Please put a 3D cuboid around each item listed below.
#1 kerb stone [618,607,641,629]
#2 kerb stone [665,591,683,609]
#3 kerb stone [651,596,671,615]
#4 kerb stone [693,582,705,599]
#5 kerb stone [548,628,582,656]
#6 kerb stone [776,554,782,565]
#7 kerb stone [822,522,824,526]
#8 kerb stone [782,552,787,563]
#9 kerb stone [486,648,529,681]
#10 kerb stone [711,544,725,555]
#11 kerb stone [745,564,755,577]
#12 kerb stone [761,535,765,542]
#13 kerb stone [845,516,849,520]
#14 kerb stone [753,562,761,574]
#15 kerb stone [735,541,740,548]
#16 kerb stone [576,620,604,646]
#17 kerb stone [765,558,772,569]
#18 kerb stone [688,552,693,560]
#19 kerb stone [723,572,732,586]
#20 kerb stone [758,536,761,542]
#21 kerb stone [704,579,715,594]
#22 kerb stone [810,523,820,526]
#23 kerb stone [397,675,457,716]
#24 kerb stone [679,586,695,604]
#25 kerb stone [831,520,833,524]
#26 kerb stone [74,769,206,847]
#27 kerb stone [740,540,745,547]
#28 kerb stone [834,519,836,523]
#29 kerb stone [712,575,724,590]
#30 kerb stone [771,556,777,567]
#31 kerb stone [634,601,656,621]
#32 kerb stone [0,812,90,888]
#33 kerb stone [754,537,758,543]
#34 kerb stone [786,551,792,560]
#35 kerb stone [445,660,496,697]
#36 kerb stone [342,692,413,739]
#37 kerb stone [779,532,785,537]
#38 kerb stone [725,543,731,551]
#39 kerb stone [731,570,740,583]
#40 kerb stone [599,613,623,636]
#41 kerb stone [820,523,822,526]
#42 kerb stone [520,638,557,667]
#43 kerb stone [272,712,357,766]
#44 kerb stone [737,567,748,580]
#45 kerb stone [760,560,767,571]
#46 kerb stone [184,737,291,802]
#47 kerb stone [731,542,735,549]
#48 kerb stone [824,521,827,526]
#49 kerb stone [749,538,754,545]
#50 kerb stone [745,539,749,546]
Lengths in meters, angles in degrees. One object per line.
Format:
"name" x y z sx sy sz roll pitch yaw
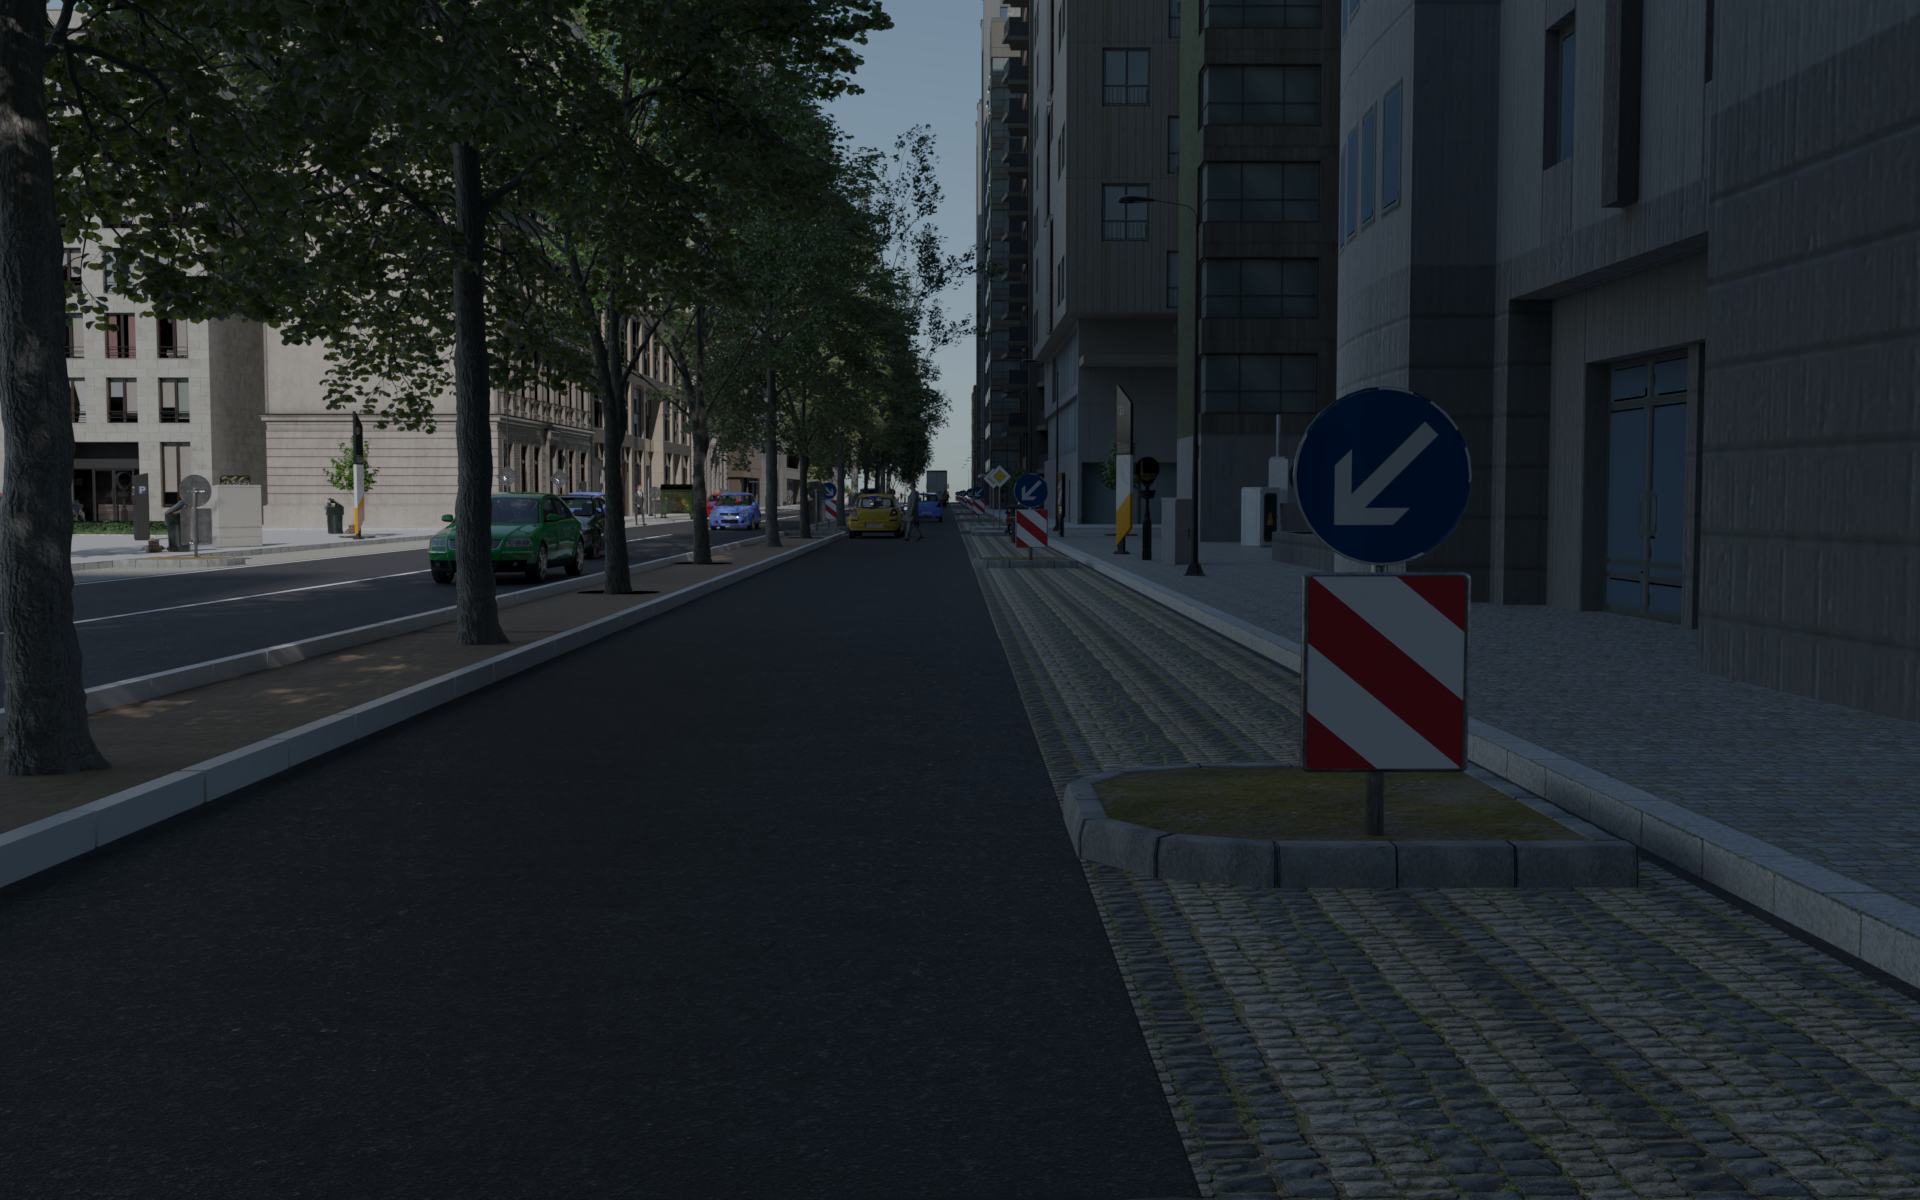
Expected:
"kerb stone" -3.646 0.207 18.812 0.120 0.150 1.000 0 4 0
"kerb stone" -3.670 0.018 21.896 0.120 0.150 1.000 0 4 0
"kerb stone" -3.658 0.081 20.874 0.120 0.150 1.000 0 4 0
"kerb stone" -3.685 -0.107 23.942 0.120 0.150 1.000 0 4 0
"kerb stone" -3.626 0.395 15.743 0.120 0.150 1.000 0 4 0
"kerb stone" -3.770 -0.796 35.203 0.120 0.150 1.000 0 4 0
"kerb stone" -6.168 -3.271 75.671 0.120 0.150 1.000 0 4 0
"kerb stone" -3.773 -0.859 36.235 0.120 0.150 1.000 0 4 0
"kerb stone" -3.613 0.520 13.693 0.120 0.150 1.000 0 4 0
"kerb stone" -5.929 -1.231 42.324 0.120 0.150 1.000 0 4 0
"kerb stone" -3.729 -0.482 30.084 0.120 0.150 1.000 0 4 0
"kerb stone" -5.991 -1.793 51.569 0.120 0.150 1.000 0 4 0
"kerb stone" -6.339 -4.714 99.267 0.120 0.150 1.000 0 4 0
"kerb stone" -3.743 -0.545 31.110 0.120 0.150 1.000 0 4 0
"kerb stone" -5.945 -1.417 45.407 0.120 0.150 1.000 0 4 0
"kerb stone" -3.629 0.332 16.765 0.120 0.150 1.000 0 4 0
"kerb stone" -3.752 -0.668 33.155 0.120 0.150 1.000 0 4 0
"kerb stone" -5.882 -0.918 37.197 0.120 0.150 1.000 0 4 0
"kerb stone" -3.712 -0.295 27.012 0.120 0.150 1.000 0 4 0
"kerb stone" -5.988 -1.734 50.542 0.120 0.150 1.000 0 4 0
"kerb stone" -3.699 -0.169 24.965 0.120 0.150 1.000 0 4 0
"kerb stone" -6.157 -3.145 73.624 0.120 0.150 1.000 0 4 0
"kerb stone" -3.598 0.646 11.634 0.120 0.150 1.000 0 4 0
"kerb stone" -3.676 -0.044 22.919 0.120 0.150 1.000 0 4 0
"kerb stone" -6.214 -3.642 81.848 0.120 0.150 1.000 0 4 0
"kerb stone" -3.565 0.900 7.530 0.120 0.150 1.000 0 4 0
"kerb stone" -5.953 -1.480 46.429 0.120 0.150 1.000 0 4 0
"kerb stone" -6.228 -3.767 83.900 0.120 0.150 1.000 0 4 0
"kerb stone" -3.698 -0.232 25.990 0.120 0.150 1.000 0 4 0
"kerb stone" -3.762 -0.733 34.177 0.120 0.150 1.000 0 4 0
"kerb stone" -3.655 0.144 19.845 0.120 0.150 1.000 0 4 0
"kerb stone" -3.555 0.960 6.501 0.120 0.150 1.000 0 4 0
"kerb stone" -5.976 -1.671 49.510 0.120 0.150 1.000 0 4 0
"kerb stone" -3.781 -0.917 37.264 0.120 0.150 1.000 0 4 0
"kerb stone" -3.605 0.584 12.663 0.120 0.150 1.000 0 4 0
"kerb stone" -3.586 0.708 10.612 0.120 0.150 1.000 0 4 0
"kerb stone" -6.045 -2.236 58.752 0.120 0.150 1.000 0 4 0
"kerb stone" -5.928 -1.286 43.349 0.120 0.150 1.000 0 4 0
"kerb stone" -3.721 -0.354 28.035 0.120 0.150 1.000 0 4 0
"kerb stone" -3.644 0.273 17.790 0.120 0.150 1.000 0 4 0
"kerb stone" -6.164 -3.208 74.649 0.120 0.150 1.000 0 4 0
"kerb stone" -3.622 0.457 14.716 0.120 0.150 1.000 0 4 0
"kerb stone" -3.580 0.772 9.580 0.120 0.150 1.000 0 4 0
"kerb stone" -3.723 -0.420 29.062 0.120 0.150 1.000 0 4 0
"kerb stone" -3.741 -0.605 32.132 0.120 0.150 1.000 0 4 0
"kerb stone" -3.568 0.834 8.552 0.120 0.150 1.000 0 4 0
"kerb stone" -5.941 -1.356 44.371 0.120 0.150 1.000 0 4 0
"kerb stone" -6.185 -3.397 77.729 0.120 0.150 1.000 0 4 0
"kerb stone" -5.967 -1.608 48.483 0.120 0.150 1.000 0 4 0
"kerb stone" -5.967 -1.545 47.456 0.120 0.150 1.000 0 4 0
